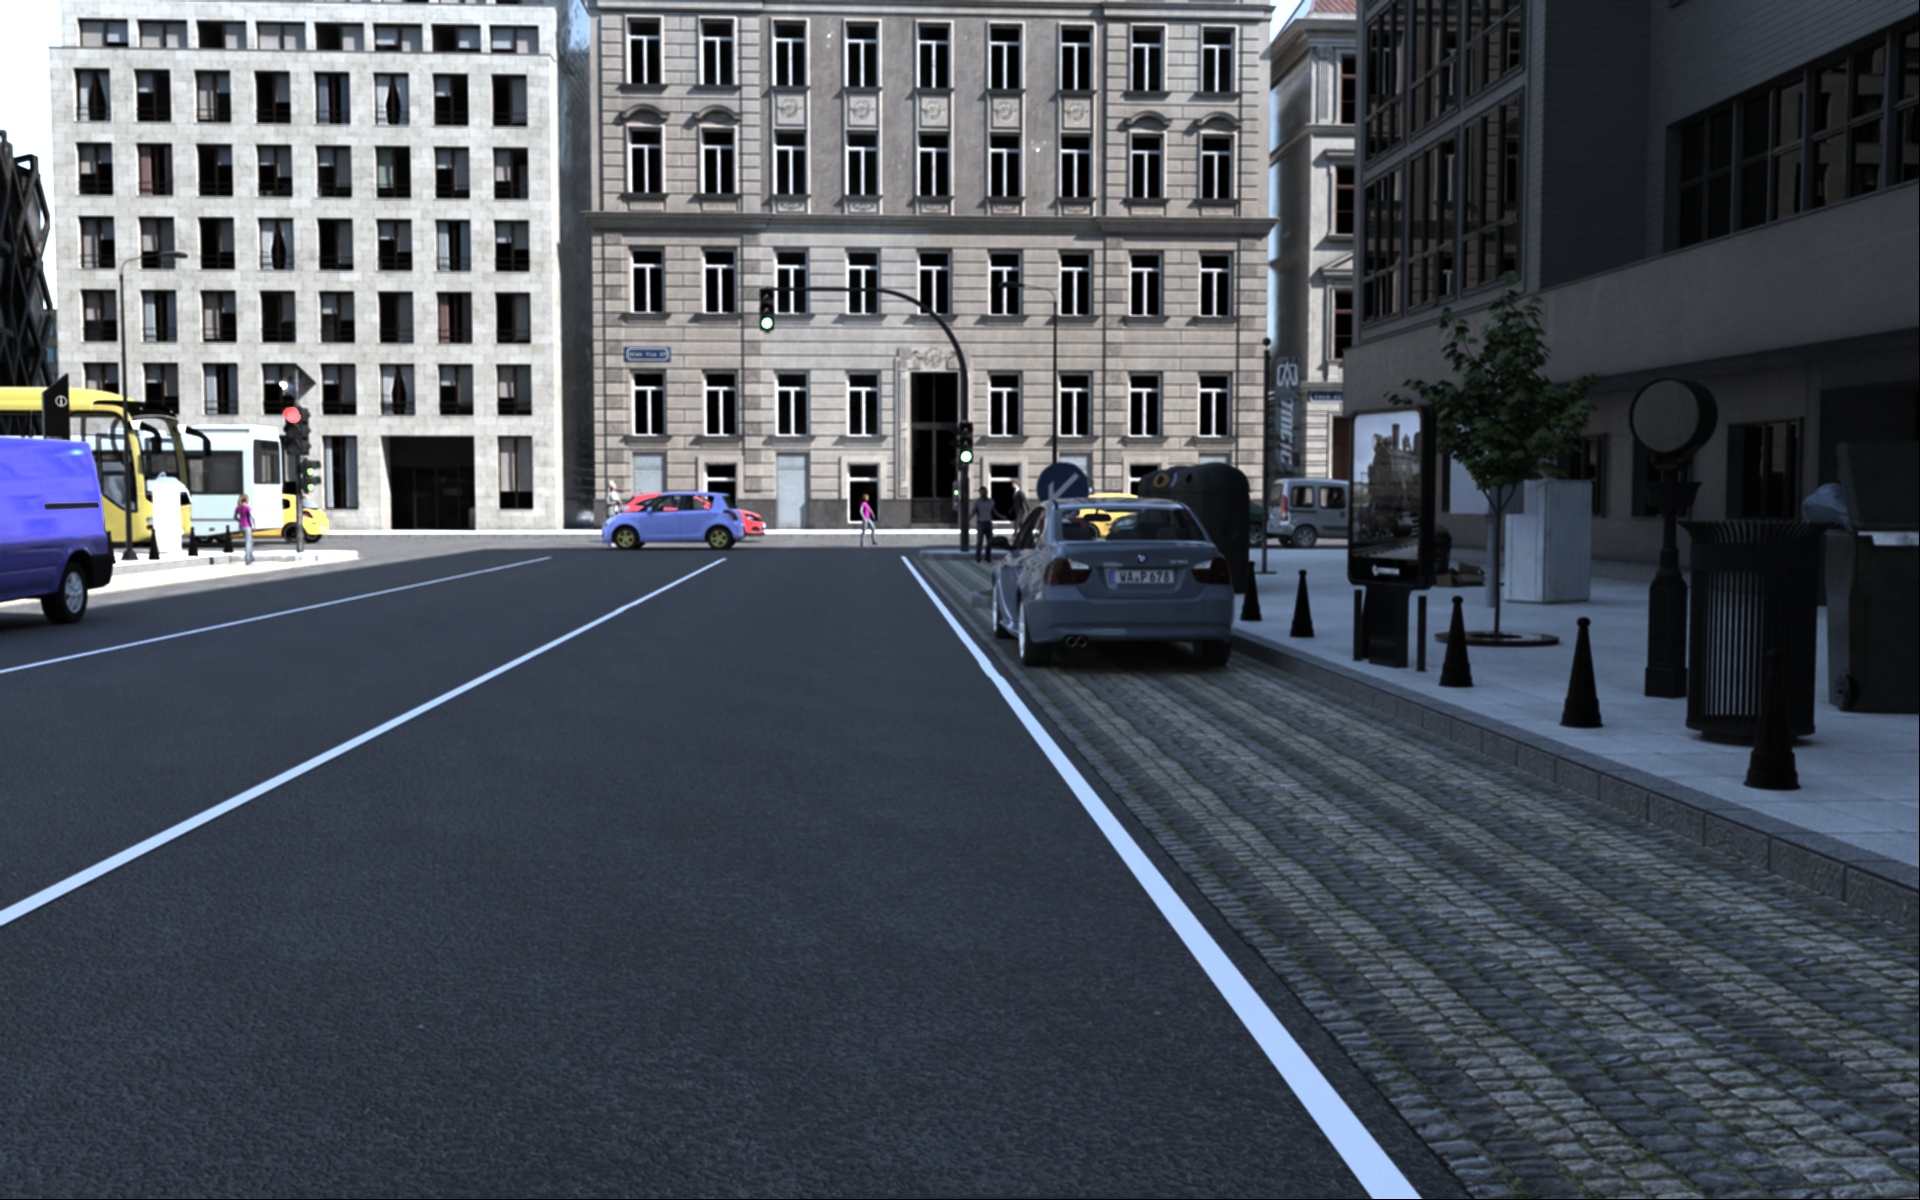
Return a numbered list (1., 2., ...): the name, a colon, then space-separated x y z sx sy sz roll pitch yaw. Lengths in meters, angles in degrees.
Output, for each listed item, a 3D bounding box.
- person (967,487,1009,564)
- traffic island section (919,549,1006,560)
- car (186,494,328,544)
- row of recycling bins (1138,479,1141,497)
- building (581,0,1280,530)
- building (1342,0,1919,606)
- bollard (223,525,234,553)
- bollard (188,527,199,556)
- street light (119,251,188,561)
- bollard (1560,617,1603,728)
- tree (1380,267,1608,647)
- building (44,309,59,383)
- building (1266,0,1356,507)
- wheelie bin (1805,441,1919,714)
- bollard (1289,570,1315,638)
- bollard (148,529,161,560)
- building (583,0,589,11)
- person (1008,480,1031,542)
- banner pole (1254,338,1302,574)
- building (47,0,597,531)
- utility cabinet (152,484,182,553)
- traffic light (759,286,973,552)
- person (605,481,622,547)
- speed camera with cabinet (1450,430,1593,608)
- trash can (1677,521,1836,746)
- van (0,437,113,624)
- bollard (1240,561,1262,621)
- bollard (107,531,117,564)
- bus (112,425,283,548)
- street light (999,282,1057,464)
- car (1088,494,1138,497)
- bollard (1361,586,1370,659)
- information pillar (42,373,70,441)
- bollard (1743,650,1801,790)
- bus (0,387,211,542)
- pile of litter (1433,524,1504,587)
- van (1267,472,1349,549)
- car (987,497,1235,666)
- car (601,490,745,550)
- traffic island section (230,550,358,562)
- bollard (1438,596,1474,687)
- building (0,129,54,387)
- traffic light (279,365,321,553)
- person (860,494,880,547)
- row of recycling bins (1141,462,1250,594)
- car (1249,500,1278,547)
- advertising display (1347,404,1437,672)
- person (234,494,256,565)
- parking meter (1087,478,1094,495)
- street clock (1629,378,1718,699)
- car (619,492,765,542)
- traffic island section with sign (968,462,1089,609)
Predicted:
1. person: 0.498 -1.535 35.550 0.963 1.587 0.435 -2 4 -28
2. traffic island section: 0.121 -0.999 38.610 2.009 0.180 2.903 0 4 -3
3. car: -20.605 -2.468 50.583 3.980 1.641 2.015 0 4 -2
4. row of recycling bins: 3.825 -1.449 30.797 1.069 1.692 3.534 1 4 14
5. building: -1.253 -16.501 67.049 25.104 27.353 12.463 0 4 -3
6. building: 15.478 -12.293 20.057 14.314 24.678 30.058 0 4 -3
7. bollard: -15.952 -1.327 37.746 0.229 0.601 0.229 0 3 0
8. bollard: -15.834 -1.205 35.740 0.229 0.601 0.229 0 3 0
9. street light: -15.476 -3.714 33.258 1.470 5.913 1.316 0 4 -3
10. bollard: 3.445 0.395 9.584 0.229 0.601 0.229 0 3 0
11. tree: 4.741 -1.237 14.834 1.663 3.219 1.824 0 3 0
12. building: -72.614 -20.248 176.086 28.899 21.520 27.650 0 4 -3
13. building: 22.077 -14.184 68.069 21.152 22.565 11.583 0 4 -3
14. wheelie bin: 5.519 -0.147 10.320 0.980 1.594 0.693 1 4 11
15. bollard: 3.080 0.028 15.578 0.229 0.601 0.229 0 3 0
16. bollard: -15.709 -1.083 33.746 0.229 0.601 0.229 0 3 0
17. building: -36.437 -42.580 134.435 20.563 71.187 20.611 0 4 -3
18. person: 1.699 -2.660 51.775 0.755 1.850 0.659 -1 4 -19
19. banner pole: 5.082 -2.303 27.678 0.863 3.779 0.401 3 5 41
20. building: -22.846 -12.847 64.802 16.860 20.320 10.420 0 4 -3
21. utility cabinet: -17.141 -1.757 37.406 0.318 1.500 1.173 -1 4 -11
22. traffic light: -2.002 -3.887 38.225 4.771 5.953 1.251 0 4 -3
23. person: -9.454 -2.369 47.409 0.526 1.800 0.537 3 5 43
24. speed camera with cabinet: 6.544 -1.578 20.136 2.038 3.252 0.660 -3 4 -38
25. trash can: 4.111 0.163 8.988 0.748 1.137 0.748 0 3 0
26. van: -10.626 -0.801 17.483 2.240 2.365 5.245 0 4 -4
27. bollard: 2.957 -0.095 17.590 0.229 0.601 0.229 0 3 0
28. bollard: -15.589 -0.960 31.742 0.229 0.601 0.229 0 3 0
29. bus: -25.492 -3.176 46.787 13.247 3.499 2.948 0 4 -4
30. street light: 1.546 -4.009 38.084 1.470 5.913 1.316 0 4 -3
31. car: 4.953 -2.454 50.341 3.980 1.641 2.015 0 4 -5
32. bollard: 3.204 0.151 13.576 0.229 0.601 0.229 0 3 0
33. information pillar: -17.366 -2.569 33.360 0.183 3.616 0.504 3 5 40
34. bollard: 3.566 0.517 7.589 0.229 0.601 0.229 0 3 0
35. bus: -24.139 -2.978 40.233 12.252 3.916 2.896 0 4 -2
36. pile of litter: 6.836 -0.632 24.293 1.719 0.858 1.176 0 4 2
37. van: 10.221 -2.365 45.677 4.112 2.044 2.013 0 4 -5
38. car: 1.289 -0.225 15.674 2.014 1.417 4.499 0 4 -4
39. car: -7.479 -2.173 45.119 3.694 1.707 1.945 0 4 -2
40. traffic island section: -14.394 -0.945 37.734 2.009 0.180 2.903 0 4 -3
41. bollard: 3.322 0.273 11.581 0.229 0.601 0.229 0 3 0
42. building: -45.660 -12.220 67.246 16.811 18.784 16.820 0 4 -3
43. traffic light: -14.353 -2.977 37.602 0.839 4.253 0.868 0 4 -3
44. person: -2.432 -2.174 47.281 0.776 1.435 0.726 2 4 25
45. row of recycling bins: 3.306 -1.025 23.874 1.069 1.692 3.534 0 4 -2
46. car: 6.549 -2.196 47.701 4.920 1.459 2.131 0 4 -3
47. advertising display: 3.202 -0.470 12.897 0.123 1.923 0.974 -1 4 -19
48. person: -14.274 -1.413 34.831 0.726 1.435 0.776 1 4 17
49. parking meter: 4.390 -3.291 59.527 0.399 1.863 0.255 -2 4 -29
50. street clock: 4.476 -0.388 10.922 0.358 2.002 0.471 -3 5 -40
51. car: -8.102 -2.626 51.968 4.494 1.783 2.155 0 4 -4
52. traffic island section with sign: 1.124 -0.831 22.211 1.989 1.847 2.006 0 4 -3
